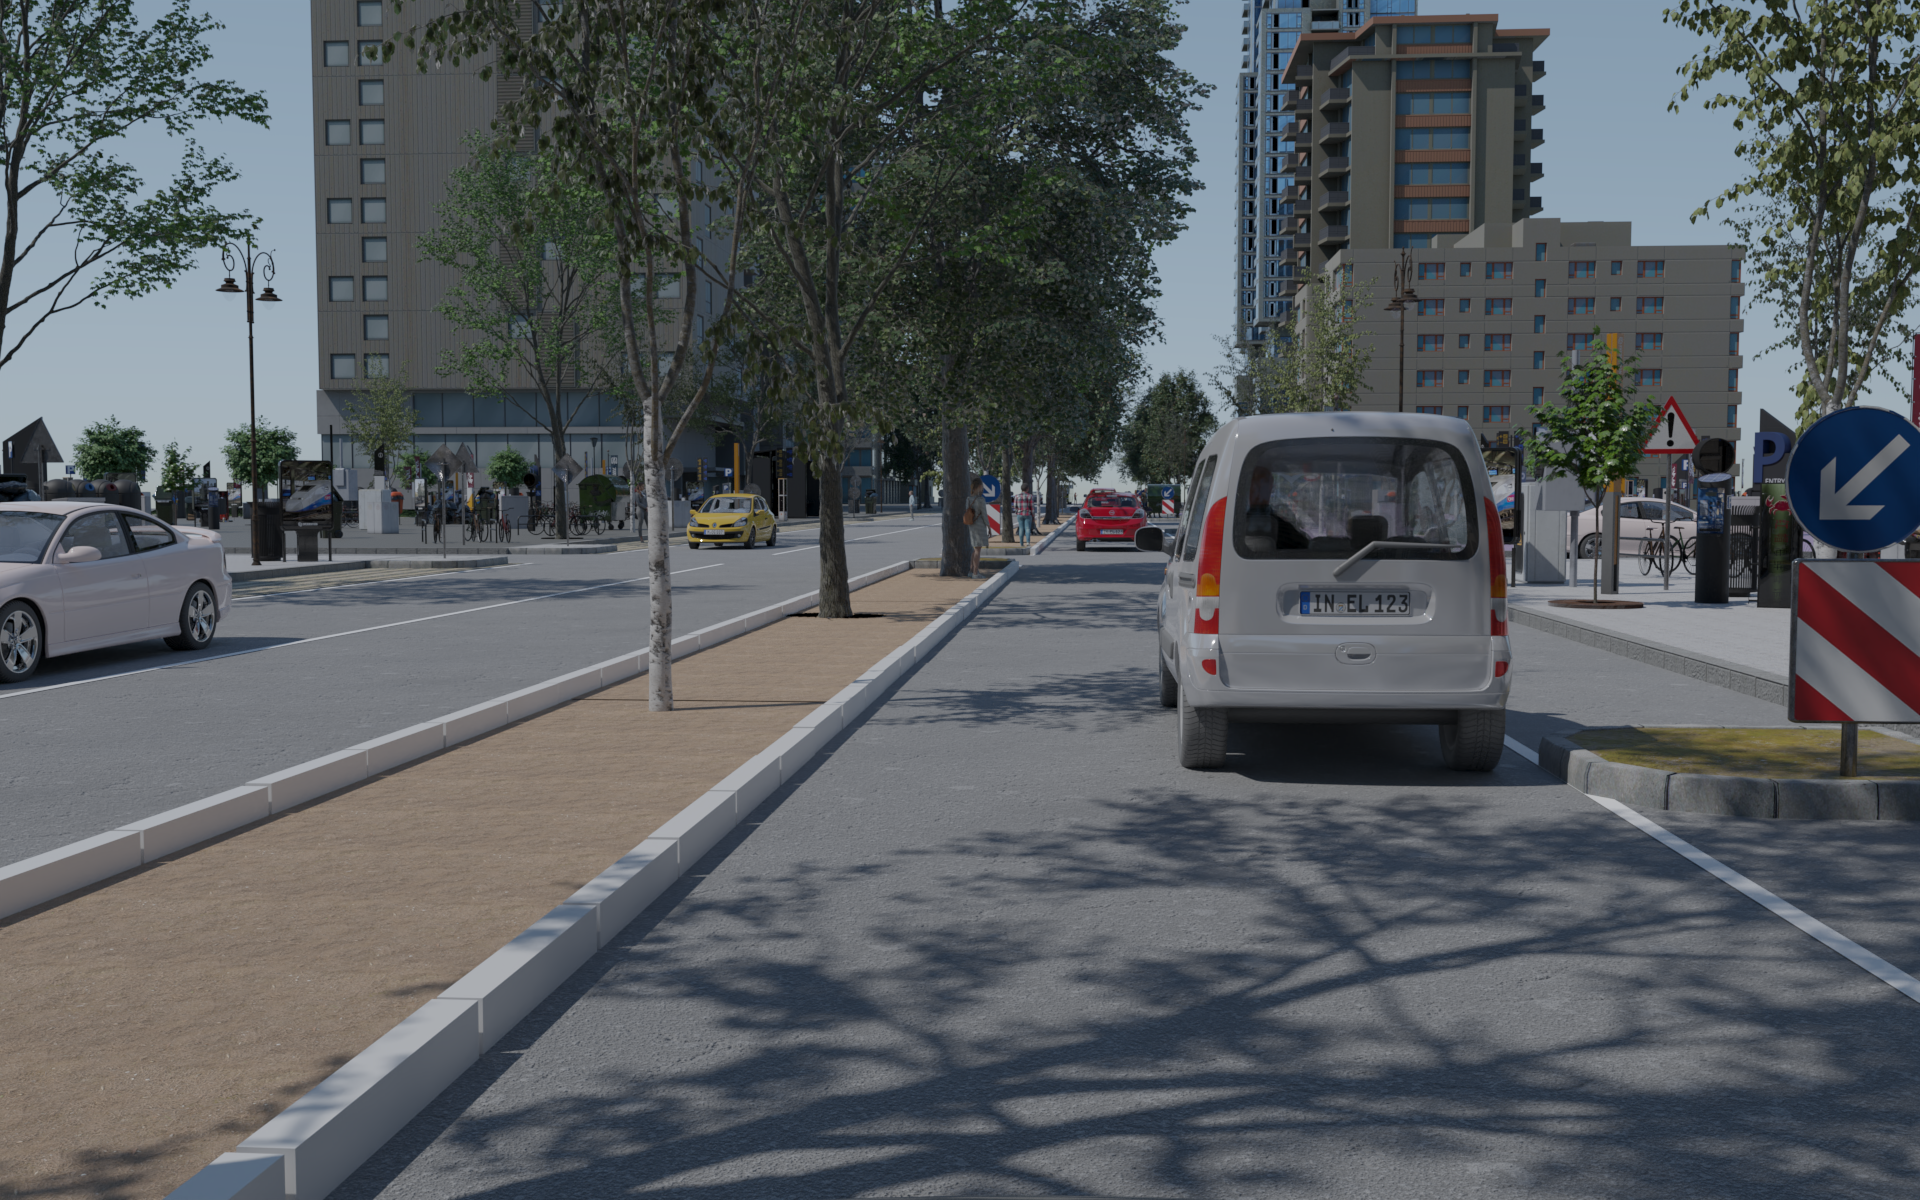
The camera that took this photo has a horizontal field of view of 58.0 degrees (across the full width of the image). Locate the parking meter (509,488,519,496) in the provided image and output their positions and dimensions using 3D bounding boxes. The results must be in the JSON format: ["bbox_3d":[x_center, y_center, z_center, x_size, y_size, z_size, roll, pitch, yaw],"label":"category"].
[{"bbox_3d":[-17.410,-3.626,67.692,0.372,1.533,0.369,0,3,0],"label":"parking meter"}]

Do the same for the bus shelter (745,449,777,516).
[{"bbox_3d":[-10.061,-6.225,93.056,1.731,3.624,6.357,0,4,5],"label":"bus shelter"}]

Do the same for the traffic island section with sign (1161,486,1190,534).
[{"bbox_3d":[8.497,-3.349,63.387,1.989,1.847,2.006,0,4,5],"label":"traffic island section with sign"}]

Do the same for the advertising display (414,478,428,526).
[{"bbox_3d":[-21.369,-3.882,68.680,0.123,1.923,0.974,-3,5,-41],"label":"advertising display"}]

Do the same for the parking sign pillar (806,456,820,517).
[{"bbox_3d":[-8.224,-6.757,98.944,1.447,3.967,1.447,0,4,-3],"label":"parking sign pillar"}]

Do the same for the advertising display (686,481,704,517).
[{"bbox_3d":[-13.452,-5.063,87.998,0.974,1.923,0.123,-3,4,-37],"label":"advertising display"}]

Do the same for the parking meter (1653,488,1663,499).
[{"bbox_3d":[27.829,-3.711,69.082,0.372,1.533,0.369,0,3,0],"label":"parking meter"}]

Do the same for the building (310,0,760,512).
[{"bbox_3d":[-30.750,-33.235,132.638,28.713,52.752,27.495,0,4,5],"label":"building"}]

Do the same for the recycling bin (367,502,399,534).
[{"bbox_3d":[-18.664,-2.658,56.020,0.722,1.027,0.722,2,4,30],"label":"recycling bin"}]

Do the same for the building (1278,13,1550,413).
[{"bbox_3d":[41.971,-31.150,163.934,22.147,44.769,28.867,0,4,5],"label":"building"}]

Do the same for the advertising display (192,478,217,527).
[{"bbox_3d":[-29.579,-3.831,67.853,0.123,1.923,0.974,3,4,39],"label":"advertising display"}]

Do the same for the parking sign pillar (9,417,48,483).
[{"bbox_3d":[-32.564,-4.396,60.351,1.447,3.967,1.447,-1,4,-8],"label":"parking sign pillar"}]

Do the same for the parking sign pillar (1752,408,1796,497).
[{"bbox_3d":[25.371,-4.002,53.910,1.447,3.967,1.447,-2,4,-28],"label":"parking sign pillar"}]

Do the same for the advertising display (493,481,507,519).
[{"bbox_3d":[-23.637,-5.122,88.961,0.974,1.923,0.123,3,4,37],"label":"advertising display"}]

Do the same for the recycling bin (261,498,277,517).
[{"bbox_3d":[-40.924,-5.539,103.121,0.722,1.027,0.722,2,4,33],"label":"recycling bin"}]

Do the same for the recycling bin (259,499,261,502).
[{"bbox_3d":[-48.113,-6.546,119.580,0.722,1.027,0.722,-2,4,-35],"label":"recycling bin"}]

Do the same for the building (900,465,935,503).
[{"bbox_3d":[-18.984,-25.346,259.447,27.650,21.520,28.899,0,4,5],"label":"building"}]

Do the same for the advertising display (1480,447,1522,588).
[{"bbox_3d":[7.350,-1.154,24.086,0.123,1.923,0.974,-3,4,-37],"label":"advertising display"}]

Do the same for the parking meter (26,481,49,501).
[{"bbox_3d":[-17.255,-1.469,32.428,0.372,1.533,0.369,0,3,0],"label":"parking meter"}]

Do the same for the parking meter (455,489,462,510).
[{"bbox_3d":[-25.994,-4.978,89.802,0.372,1.533,0.369,0,3,0],"label":"parking meter"}]

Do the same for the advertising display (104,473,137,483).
[{"bbox_3d":[-25.444,-2.894,52.530,0.123,1.923,0.974,2,4,34],"label":"advertising display"}]

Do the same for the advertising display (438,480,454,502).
[{"bbox_3d":[-23.598,-4.545,79.528,0.123,1.923,0.974,1,4,22],"label":"advertising display"}]

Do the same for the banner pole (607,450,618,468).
[{"bbox_3d":[-19.679,-6.603,97.973,0.863,3.779,0.401,1,4,21],"label":"banner pole"}]

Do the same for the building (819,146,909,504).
[{"bbox_3d":[-19.370,-37.230,228.310,23.786,49.044,30.456,0,4,5],"label":"building"}]

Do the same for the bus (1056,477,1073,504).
[{"bbox_3d":[14.441,-15.450,244.160,2.896,3.916,12.252,0,4,7],"label":"bus"}]

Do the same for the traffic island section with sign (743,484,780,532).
[{"bbox_3d":[-7.812,-3.429,64.685,1.989,1.847,2.006,0,4,5],"label":"traffic island section with sign"}]

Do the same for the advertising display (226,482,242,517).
[{"bbox_3d":[-39.876,-5.504,95.200,0.974,1.923,0.123,1,4,20],"label":"advertising display"}]

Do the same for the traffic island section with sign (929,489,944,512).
[{"bbox_3d":[-1.451,-8.168,142.177,1.989,1.847,2.006,0,4,5],"label":"traffic island section with sign"}]

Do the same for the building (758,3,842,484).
[{"bbox_3d":[-22.533,-44.796,170.669,20.563,71.187,20.611,0,4,5],"label":"building"}]

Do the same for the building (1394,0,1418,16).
[{"bbox_3d":[46.925,-55.721,223.712,22.319,86.520,31.000,0,4,5],"label":"building"}]

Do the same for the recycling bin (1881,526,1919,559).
[{"bbox_3d":[13.449,-0.757,24.933,0.722,1.027,0.722,1,4,20],"label":"recycling bin"}]

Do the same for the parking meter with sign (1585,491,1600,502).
[{"bbox_3d":[27.174,-4.790,74.574,0.543,3.016,1.738,-2,4,-35],"label":"parking meter with sign"}]

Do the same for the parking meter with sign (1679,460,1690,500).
[{"bbox_3d":[36.873,-5.616,88.090,0.543,3.016,1.738,1,4,16],"label":"parking meter with sign"}]

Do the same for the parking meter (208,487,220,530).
[{"bbox_3d":[-27.019,-3.321,62.705,0.372,1.533,0.369,0,3,0],"label":"parking meter"}]

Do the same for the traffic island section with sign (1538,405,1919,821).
[{"bbox_3d":[4.000,0.004,8.557,1.989,1.847,2.006,0,4,5],"label":"traffic island section with sign"}]

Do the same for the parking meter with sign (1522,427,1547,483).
[{"bbox_3d":[14.570,-3.030,45.798,0.543,3.016,1.738,-3,5,-42],"label":"parking meter with sign"}]

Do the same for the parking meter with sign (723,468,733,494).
[{"bbox_3d":[-15.701,-7.349,116.420,0.543,3.016,1.738,0,4,2],"label":"parking meter with sign"}]

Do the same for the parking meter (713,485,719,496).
[{"bbox_3d":[-15.880,-6.545,112.716,0.255,1.863,0.399,3,5,41],"label":"parking meter"}]

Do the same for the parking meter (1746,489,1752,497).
[{"bbox_3d":[40.325,-4.892,88.393,0.372,1.533,0.369,0,3,0],"label":"parking meter"}]

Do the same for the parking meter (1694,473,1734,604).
[{"bbox_3d":[8.865,-0.732,20.384,0.372,1.533,0.369,0,3,0],"label":"parking meter"}]

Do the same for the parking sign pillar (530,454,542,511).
[{"bbox_3d":[-28.579,-7.844,116.729,1.447,3.967,1.447,-2,4,-27],"label":"parking sign pillar"}]

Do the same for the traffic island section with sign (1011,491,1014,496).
[{"bbox_3d":[7.538,-14.845,251.339,1.989,1.847,2.006,0,4,5],"label":"traffic island section with sign"}]

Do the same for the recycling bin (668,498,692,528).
[{"bbox_3d":[-10.720,-3.271,66.038,0.722,1.027,0.722,-2,4,-29],"label":"recycling bin"}]

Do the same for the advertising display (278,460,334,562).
[{"bbox_3d":[-12.390,-1.690,32.845,0.974,1.923,0.123,-3,4,-37],"label":"advertising display"}]

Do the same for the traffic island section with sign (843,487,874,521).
[{"bbox_3d":[-5.605,-5.072,91.550,1.989,1.847,2.006,0,4,5],"label":"traffic island section with sign"}]

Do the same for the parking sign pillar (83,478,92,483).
[{"bbox_3d":[-36.917,-5.222,73.857,1.447,3.967,1.447,0,4,-4],"label":"parking sign pillar"}]

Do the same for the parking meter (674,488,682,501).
[{"bbox_3d":[-11.633,-3.844,71.258,0.372,1.533,0.369,0,3,0],"label":"parking meter"}]

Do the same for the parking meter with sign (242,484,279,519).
[{"bbox_3d":[-36.040,-5.686,89.233,1.738,3.016,0.543,-2,4,-26],"label":"parking meter with sign"}]

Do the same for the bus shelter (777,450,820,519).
[{"bbox_3d":[-8.244,-6.228,93.108,1.731,3.624,6.357,0,4,5],"label":"bus shelter"}]

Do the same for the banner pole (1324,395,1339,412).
[{"bbox_3d":[9.349,-3.279,43.625,0.401,3.779,0.863,3,5,42],"label":"banner pole"}]

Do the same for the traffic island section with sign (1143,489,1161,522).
[{"bbox_3d":[10.765,-5.027,90.826,1.989,1.847,2.006,0,4,5],"label":"traffic island section with sign"}]

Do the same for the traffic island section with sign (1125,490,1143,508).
[{"bbox_3d":[17.048,-9.702,167.249,1.989,1.847,2.006,0,4,5],"label":"traffic island section with sign"}]

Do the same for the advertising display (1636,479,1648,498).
[{"bbox_3d":[28.827,-4.159,73.208,0.123,1.923,0.974,0,4,1],"label":"advertising display"}]

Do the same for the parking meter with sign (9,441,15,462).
[{"bbox_3d":[-32.060,-3.711,56.937,1.738,3.016,0.543,-3,4,-38],"label":"parking meter with sign"}]

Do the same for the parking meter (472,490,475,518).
[{"bbox_3d":[-26.280,-5.182,93.144,0.372,1.533,0.369,0,3,0],"label":"parking meter"}]

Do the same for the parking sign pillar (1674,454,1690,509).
[{"bbox_3d":[45.822,-7.442,110.151,1.447,3.967,1.447,-1,4,-20],"label":"parking sign pillar"}]

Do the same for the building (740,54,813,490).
[{"bbox_3d":[-21.106,-28.735,153.415,14.154,41.232,14.086,0,4,5],"label":"building"}]

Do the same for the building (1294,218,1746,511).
[{"bbox_3d":[41.768,-17.780,135.735,27.650,21.520,28.899,0,4,5],"label":"building"}]

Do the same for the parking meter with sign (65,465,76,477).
[{"bbox_3d":[-54.317,-6.662,105.179,1.738,3.016,0.543,3,5,42],"label":"parking meter with sign"}]
